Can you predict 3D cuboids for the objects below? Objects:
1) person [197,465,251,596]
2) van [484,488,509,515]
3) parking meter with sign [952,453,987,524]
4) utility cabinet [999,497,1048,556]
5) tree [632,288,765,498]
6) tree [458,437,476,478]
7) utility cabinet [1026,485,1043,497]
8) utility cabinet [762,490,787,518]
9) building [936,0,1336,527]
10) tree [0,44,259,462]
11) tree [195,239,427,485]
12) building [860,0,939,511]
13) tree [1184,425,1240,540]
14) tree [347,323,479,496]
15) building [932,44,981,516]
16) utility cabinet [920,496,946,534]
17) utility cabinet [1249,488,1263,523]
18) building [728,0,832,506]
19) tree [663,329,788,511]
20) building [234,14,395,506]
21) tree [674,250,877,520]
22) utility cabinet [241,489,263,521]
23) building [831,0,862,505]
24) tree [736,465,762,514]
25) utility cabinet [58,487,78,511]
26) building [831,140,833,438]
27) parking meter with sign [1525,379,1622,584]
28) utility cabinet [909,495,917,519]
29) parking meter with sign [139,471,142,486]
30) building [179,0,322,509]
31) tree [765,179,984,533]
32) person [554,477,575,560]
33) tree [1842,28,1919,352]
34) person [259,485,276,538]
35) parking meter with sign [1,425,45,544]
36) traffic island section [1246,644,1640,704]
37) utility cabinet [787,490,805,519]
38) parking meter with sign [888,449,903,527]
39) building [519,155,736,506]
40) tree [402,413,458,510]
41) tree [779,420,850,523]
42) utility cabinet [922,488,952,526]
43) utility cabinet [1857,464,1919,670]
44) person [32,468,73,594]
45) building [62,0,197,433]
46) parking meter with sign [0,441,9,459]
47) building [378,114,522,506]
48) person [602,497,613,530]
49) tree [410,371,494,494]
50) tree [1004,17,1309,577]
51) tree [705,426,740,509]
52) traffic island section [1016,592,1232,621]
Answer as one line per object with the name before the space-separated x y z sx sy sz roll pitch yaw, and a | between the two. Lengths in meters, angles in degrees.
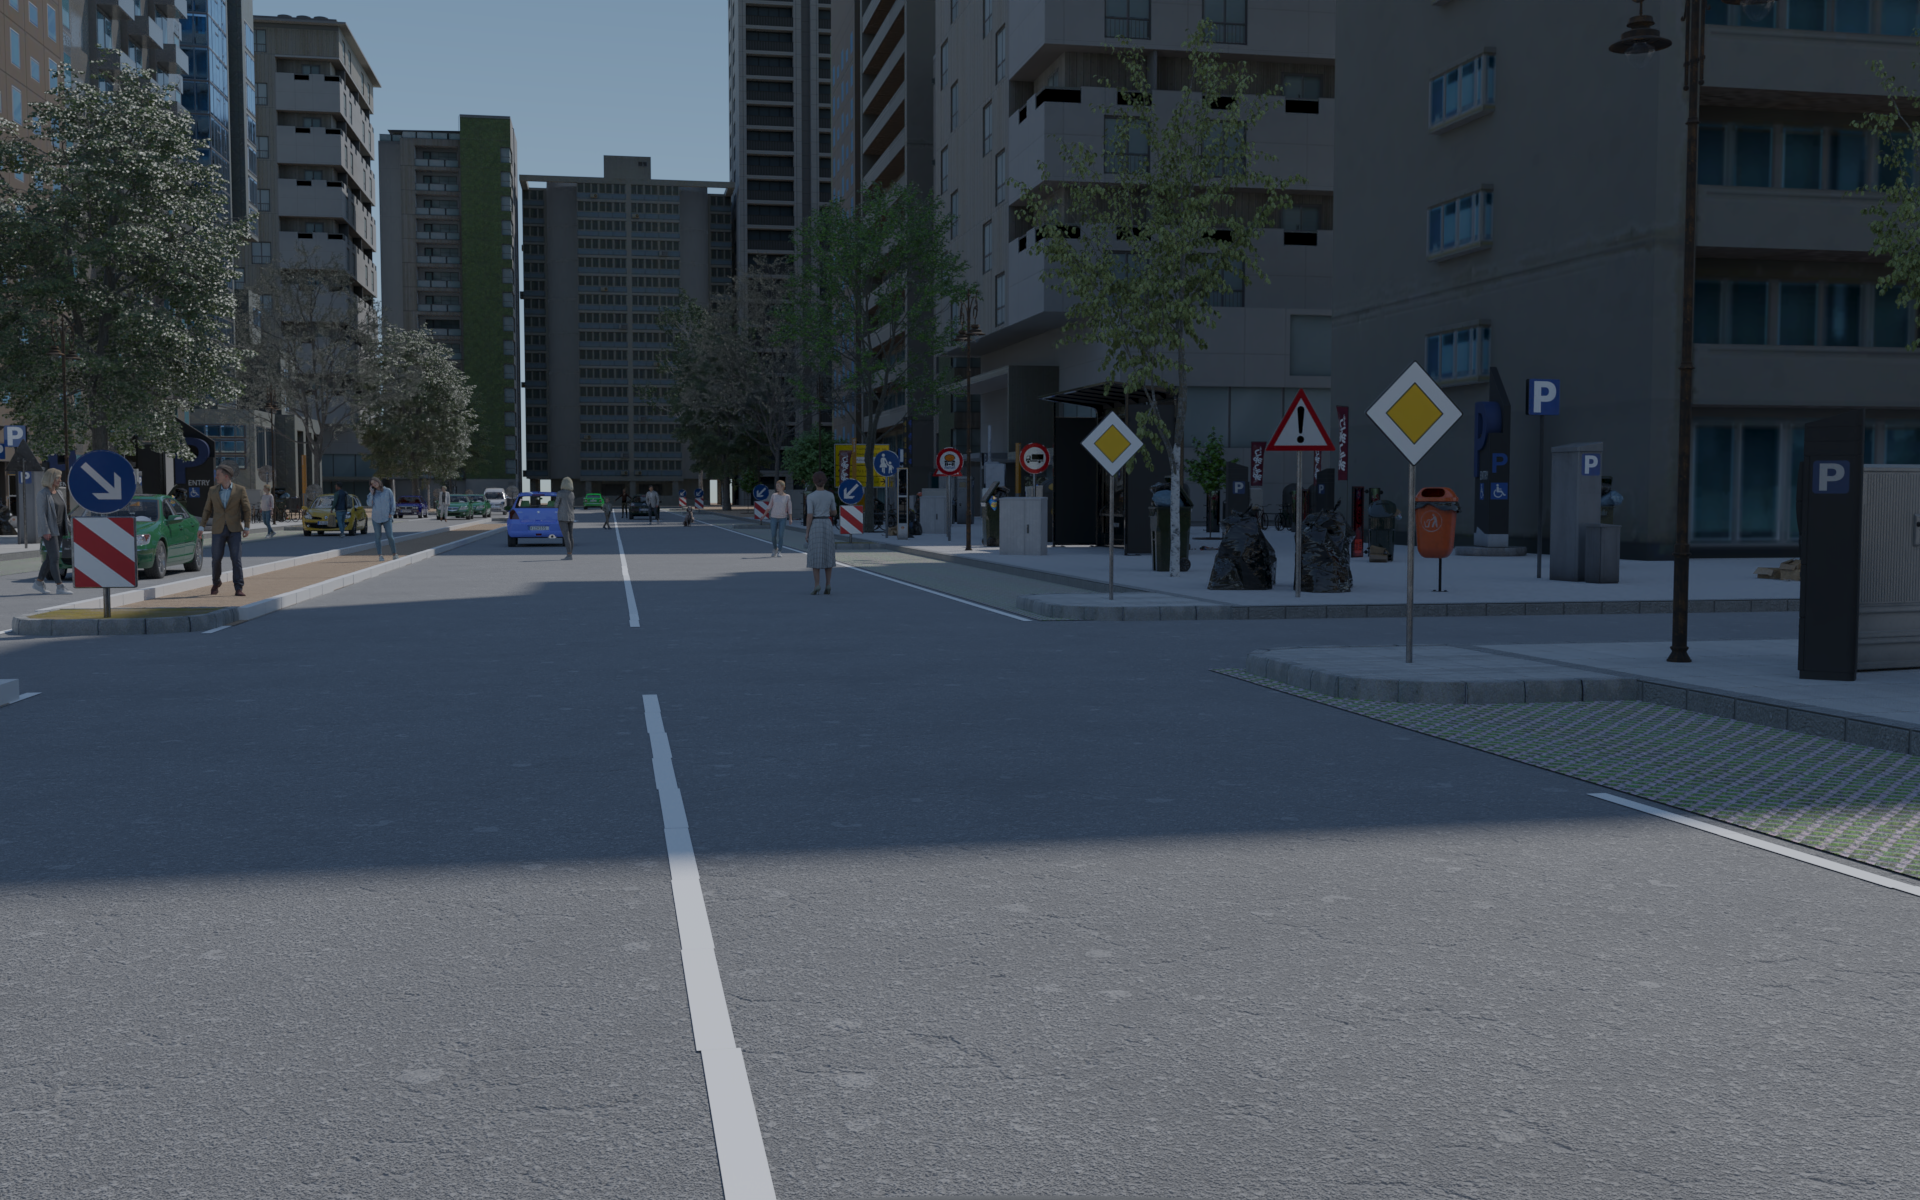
person | -10.318 -0.971 24.283 0.656 1.842 0.836 -3 5 -45
van | -32.105 -6.875 119.425 2.013 2.044 4.112 -1 4 -13
parking meter with sign | 0.231 -4.736 73.699 1.738 3.016 0.543 1 4 14
utility cabinet | 1.328 -1.547 36.450 1.020 1.237 0.306 2 4 32
tree | -23.455 -18.472 157.902 12.611 20.169 13.585 0 3 0
tree | -48.304 -13.166 165.631 4.360 8.622 3.978 0 3 0
utility cabinet | 1.903 -2.206 44.744 0.318 1.500 1.173 0 4 -5
utility cabinet | -9.593 -4.893 88.673 1.173 1.500 0.318 1 4 9
building | 14.389 -30.133 81.914 28.713 52.752 27.495 -1 4 -11
tree | -25.403 -8.816 50.797 9.857 13.997 8.962 0 3 0
tree | -31.048 -10.579 83.331 12.009 13.543 11.850 0 3 0
building | 4.939 -30.606 124.112 21.300 48.544 21.600 -1 4 -11
tree | 7.177 -3.313 48.767 1.663 3.219 1.824 0 3 0
tree | -40.261 -13.508 127.516 9.857 13.997 8.962 0 3 0
building | 5.201 -20.447 106.011 14.160 30.474 14.107 -1 4 -11
utility cabinet | -0.823 -2.750 56.124 1.020 1.237 0.306 3 4 36
utility cabinet | 10.897 -3.491 65.760 1.173 1.500 0.318 -1 4 -14
building | -15.738 -46.614 200.397 20.611 71.187 20.563 -1 4 -11
tree | -17.879 -13.863 133.313 9.857 13.997 8.962 0 3 0
building | -77.512 -36.849 191.724 27.495 52.752 28.713 -1 4 -11
tree | -9.262 -10.812 87.149 12.009 13.543 11.850 0 3 0
utility cabinet | -33.655 -4.486 82.033 1.173 1.500 0.318 0 3 0
building | -2.663 -30.018 140.906 14.600 45.320 14.200 -1 4 -11
tree | -13.839 -7.312 114.152 1.663 3.219 1.824 0 3 0
utility cabinet | -28.372 -2.870 55.609 0.318 1.500 1.173 2 4 31
building | -4.734 -28.840 155.135 14.154 41.232 14.086 -1 4 -11
parking meter with sign | 9.067 -1.790 25.520 0.543 3.016 1.738 -1 4 -17
utility cabinet | -2.204 -4.755 88.899 0.306 1.237 1.020 2 4 33
parking meter with sign | -27.750 -3.770 57.901 1.738 3.016 0.543 -1 4 -11
building | -69.442 -50.405 136.801 31.000 86.520 22.319 -1 4 -11
tree | -2.930 -8.042 57.236 9.928 11.665 9.643 0 3 0
person | -8.621 -1.771 37.636 0.526 1.800 0.537 3 5 40
tree | 15.977 -4.699 27.195 4.737 8.622 4.395 0 3 0
person | -22.609 -2.901 56.602 0.731 1.740 0.598 1 4 20
parking meter with sign | -24.005 -2.971 44.837 0.543 3.016 1.738 0 4 -3
traffic island section | 3.434 0.556 13.187 2.009 0.180 2.903 -1 4 -11
utility cabinet | -8.584 -4.953 89.656 1.173 1.500 0.318 -3 4 -36
parking meter with sign | -2.422 -4.336 67.146 0.543 3.016 1.738 -1 4 -21
building | -38.570 -31.177 201.630 23.993 40.220 32.217 -1 4 -11
tree | -42.388 -11.426 137.177 4.360 8.622 3.978 0 3 0
tree | -6.297 -5.704 76.969 4.285 4.588 4.351 0 3 0
utility cabinet | -0.912 -3.645 68.273 1.173 1.500 0.318 0 3 0
utility cabinet | 6.802 -0.244 12.673 1.173 1.500 0.318 -1 4 -22
person | -12.996 -0.991 24.879 0.728 1.800 0.709 1 4 11
building | -58.359 -29.399 100.284 23.786 49.044 30.456 -1 4 -11
parking meter with sign | -33.643 -3.885 59.787 1.738 3.016 0.543 2 4 34
building | -55.509 -30.931 189.311 14.086 41.232 14.154 -1 4 -11
person | -14.276 -3.513 70.203 0.640 1.303 0.475 3 4 36
tree | -46.502 -14.683 158.198 7.486 12.596 7.792 0 3 0
tree | 3.101 -4.667 26.667 4.737 8.622 4.395 0 3 0
tree | -19.755 -11.838 143.914 4.737 8.622 4.395 0 3 0
traffic island section | 1.852 0.077 21.014 2.009 0.180 2.903 -1 4 -11
